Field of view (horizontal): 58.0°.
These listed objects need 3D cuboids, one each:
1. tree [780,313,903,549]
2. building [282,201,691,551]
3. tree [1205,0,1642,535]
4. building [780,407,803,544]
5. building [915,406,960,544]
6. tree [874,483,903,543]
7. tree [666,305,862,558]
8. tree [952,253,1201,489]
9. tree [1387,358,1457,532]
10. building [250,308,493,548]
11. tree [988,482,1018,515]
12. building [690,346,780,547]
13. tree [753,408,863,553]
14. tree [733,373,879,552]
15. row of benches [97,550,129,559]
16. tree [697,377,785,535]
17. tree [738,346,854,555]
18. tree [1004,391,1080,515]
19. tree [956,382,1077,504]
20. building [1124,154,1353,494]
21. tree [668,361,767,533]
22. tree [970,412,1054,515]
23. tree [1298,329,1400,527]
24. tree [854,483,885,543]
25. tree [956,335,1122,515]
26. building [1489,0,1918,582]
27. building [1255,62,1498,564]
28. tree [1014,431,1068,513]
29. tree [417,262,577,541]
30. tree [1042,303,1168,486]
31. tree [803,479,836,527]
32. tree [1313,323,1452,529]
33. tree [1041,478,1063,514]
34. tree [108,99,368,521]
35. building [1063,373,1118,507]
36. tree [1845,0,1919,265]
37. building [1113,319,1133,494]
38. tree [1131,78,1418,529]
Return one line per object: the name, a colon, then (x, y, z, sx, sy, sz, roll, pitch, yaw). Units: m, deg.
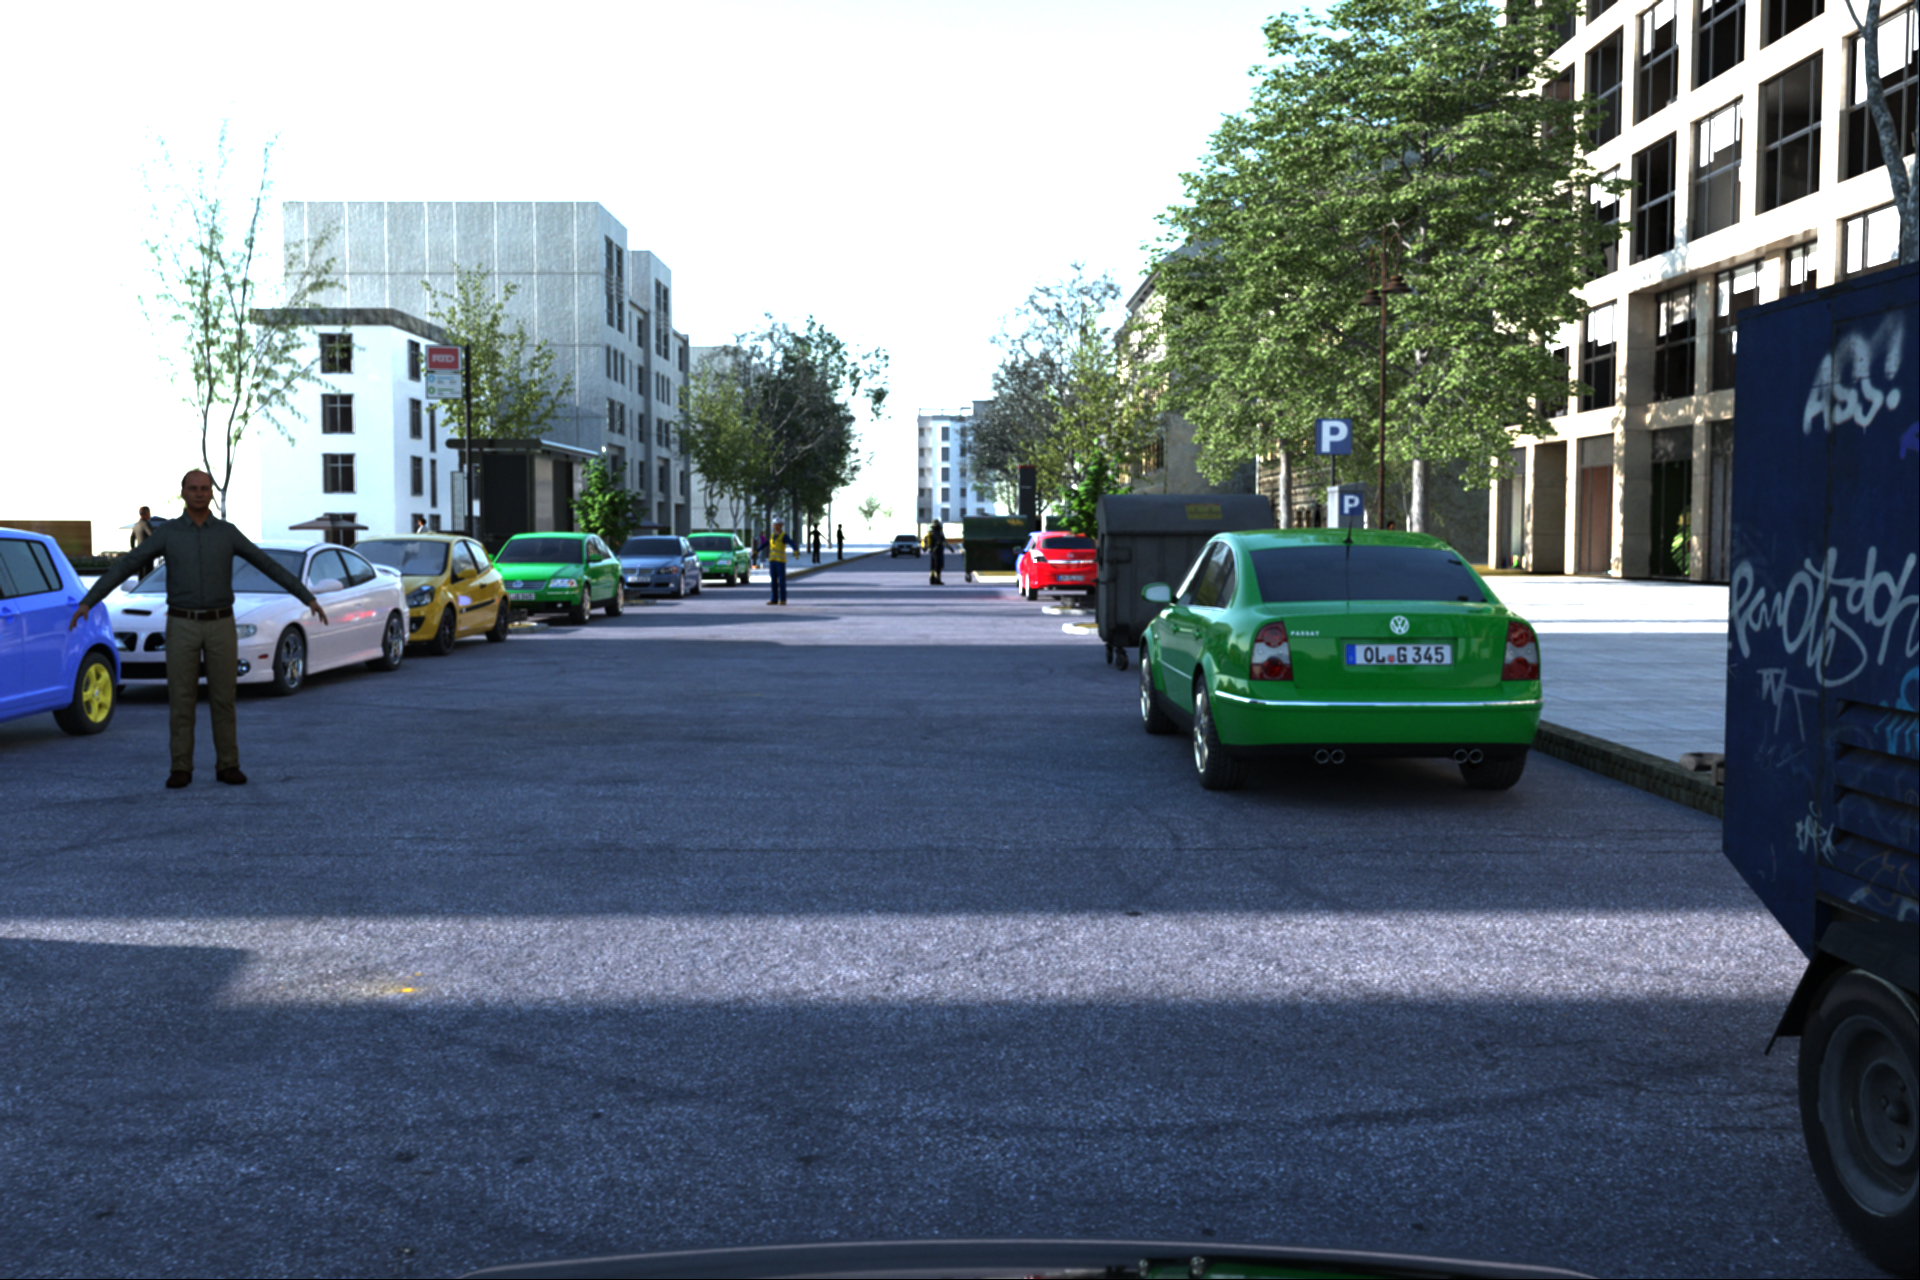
tree: (-10.948, -17.811, 147.092, 12.611, 20.169, 13.585, 0, 3, 0)
building: (-27.587, -14.773, 107.995, 16.747, 18.905, 31.486, 0, 4, 0)
tree: (8.421, -6.954, 31.824, 7.486, 12.596, 7.792, 0, 3, 0)
building: (-29.415, -21.298, 214.677, 16.747, 18.905, 31.486, 0, 4, 0)
building: (-6.054, -23.785, 247.767, 11.380, 20.090, 16.016, 0, 4, -1)
tree: (-9.804, -18.265, 248.986, 4.360, 8.622, 3.978, 0, 3, 0)
tree: (-10.153, -11.115, 92.106, 12.009, 13.543, 11.850, 0, 3, 0)
tree: (5.279, -10.079, 75.155, 12.009, 13.543, 11.850, 0, 3, 0)
tree: (17.893, -7.247, 68.859, 4.360, 8.622, 3.978, 0, 3, 0)
building: (-25.659, -8.342, 78.533, 9.099, 9.664, 28.070, 0, 4, 0)
tree: (4.462, -12.569, 155.860, 4.360, 8.622, 3.978, 0, 3, 0)
building: (-28.712, -19.083, 178.457, 16.747, 18.905, 31.486, 0, 4, 1)
tree: (-10.142, -11.010, 114.432, 8.767, 10.594, 7.601, 1, 4, 15)
tree: (-10.999, -13.156, 125.477, 12.009, 13.543, 11.850, 0, 3, 0)
row of benches: (-32.148, -3.090, 65.987, 1.422, 0.672, 4.104, -3, 4, -36)
tree: (-10.452, -7.994, 81.068, 4.737, 8.622, 4.395, 0, 3, 0)
tree: (-10.081, -11.415, 104.760, 7.486, 12.596, 7.792, 0, 3, 0)
tree: (4.540, -8.305, 86.155, 4.737, 8.622, 4.395, 0, 3, 0)
tree: (4.667, -13.673, 133.918, 12.009, 13.543, 11.850, 0, 3, 0)
building: (20.657, -16.794, 105.510, 19.493, 23.208, 18.063, 0, 4, -1)
tree: (-10.551, -7.605, 74.696, 4.737, 8.622, 4.395, 0, 3, 0)
tree: (4.484, -13.481, 146.172, 9.928, 11.665, 9.643, 0, 3, 0)
tree: (13.479, -6.806, 61.634, 4.360, 8.622, 3.978, 0, 3, 0)
tree: (-12.770, -17.977, 244.292, 4.737, 8.622, 4.395, 0, 3, 0)
tree: (5.009, -11.971, 106.093, 12.009, 13.543, 11.850, 0, 3, 0)
building: (27.722, -14.572, 41.461, 19.350, 26.588, 34.151, 0, 4, 0)
building: (25.010, -15.332, 81.609, 19.493, 23.208, 18.063, 0, 4, -1)
tree: (5.115, -10.071, 115.022, 4.737, 8.622, 4.395, 0, 3, 0)
tree: (-12.719, -5.910, 46.984, 4.737, 8.622, 4.395, 0, 3, 0)
tree: (4.672, -6.392, 54.873, 4.737, 8.622, 4.395, 0, 3, 0)
tree: (-22.519, -20.598, 243.434, 9.857, 13.997, 8.962, 0, 3, 0)
tree: (12.414, -6.309, 53.519, 4.360, 8.622, 3.978, 0, 3, 0)
tree: (15.506, -20.546, 246.298, 12.009, 13.543, 11.850, 0, 3, 0)
tree: (-12.995, -4.863, 29.877, 4.360, 8.622, 3.978, 0, 3, 0)
building: (21.306, -20.341, 199.029, 16.747, 18.905, 31.486, 0, 4, -1)
tree: (10.014, -9.718, 14.784, 12.611, 20.169, 13.585, 0, 3, 0)
building: (21.473, -18.001, 125.239, 19.493, 23.208, 18.063, 0, 4, 0)
tree: (7.930, -7.706, 44.128, 7.486, 12.596, 7.792, 0, 3, 0)
